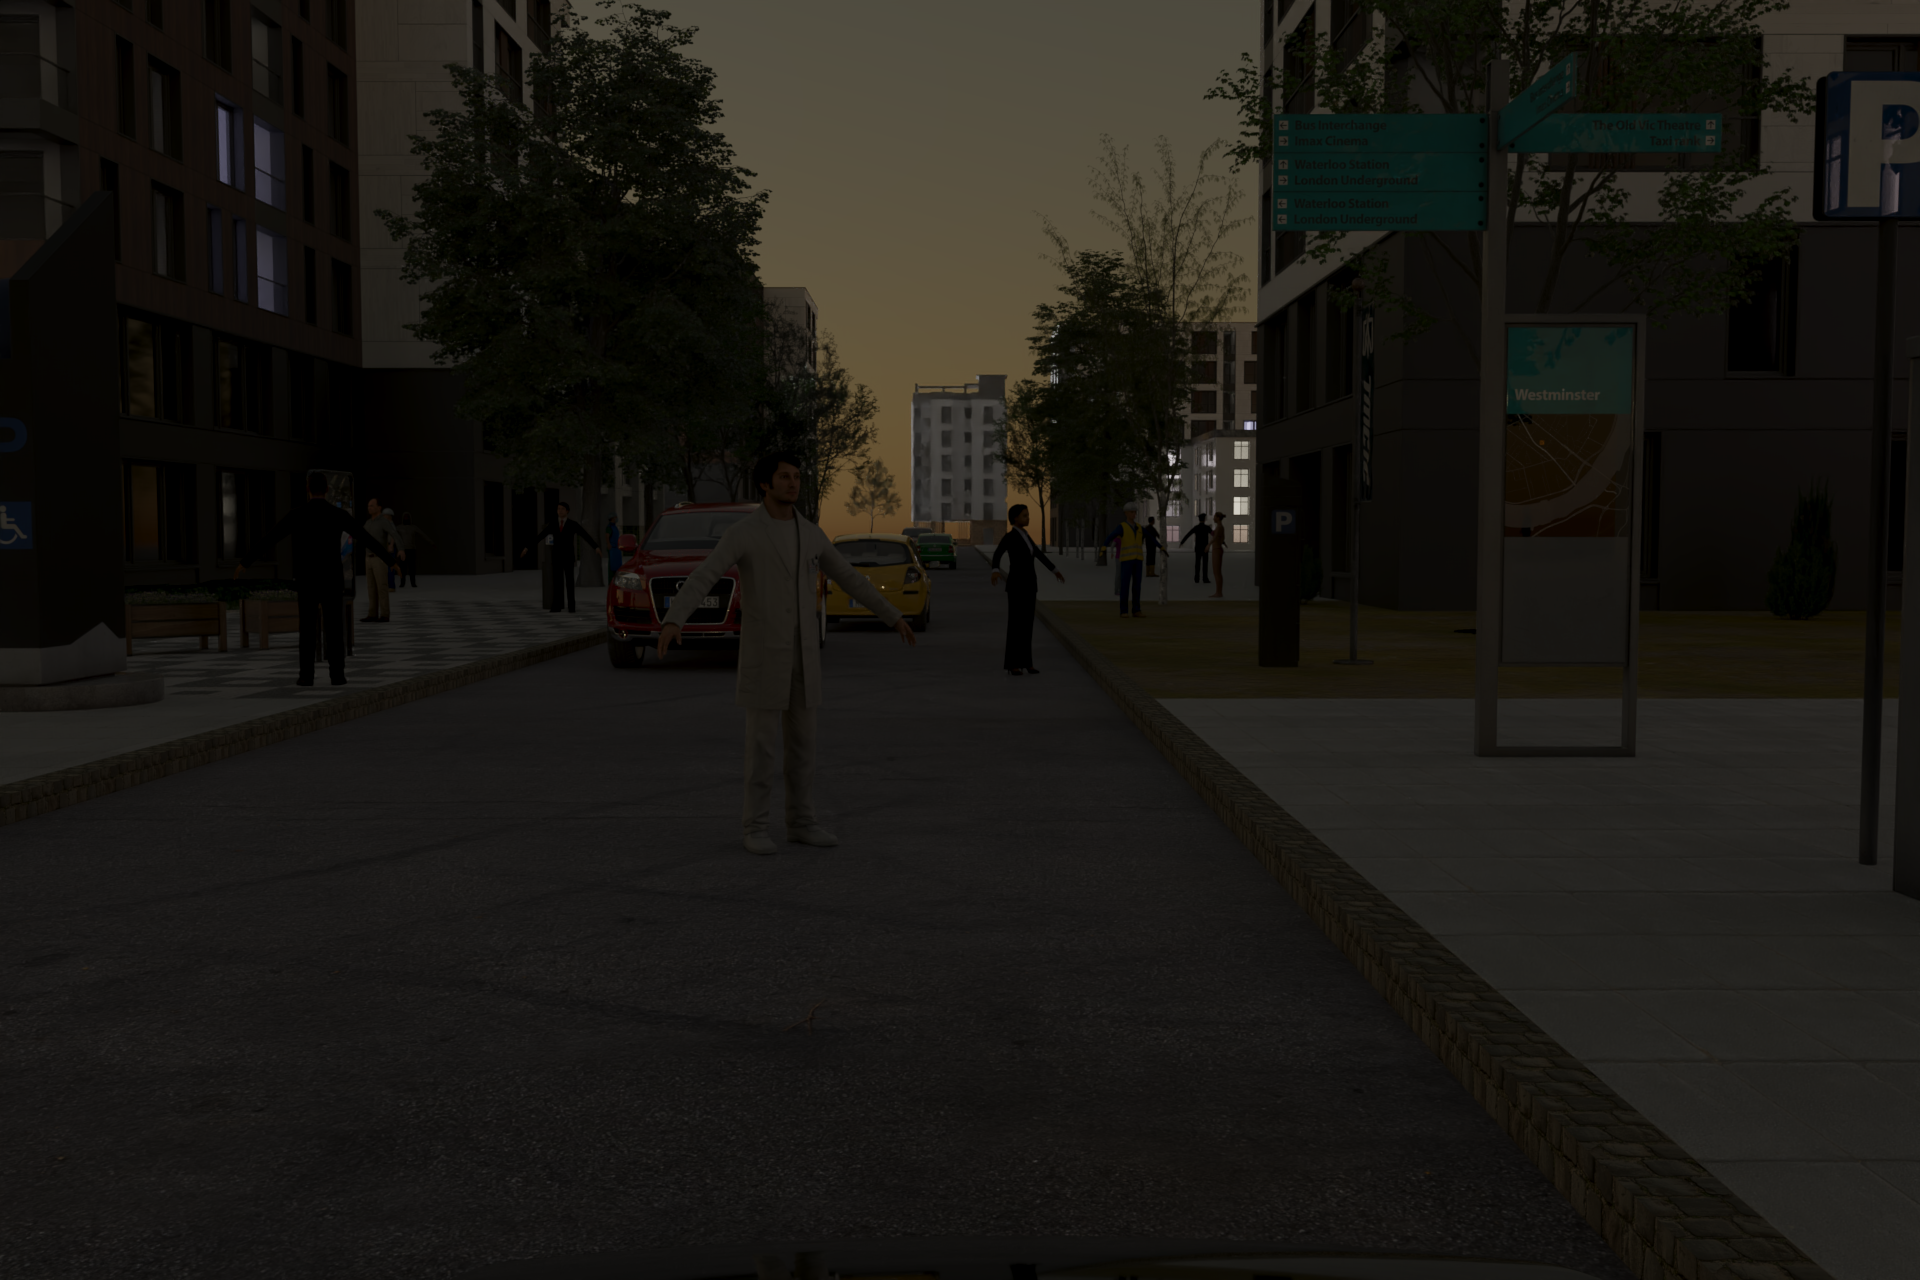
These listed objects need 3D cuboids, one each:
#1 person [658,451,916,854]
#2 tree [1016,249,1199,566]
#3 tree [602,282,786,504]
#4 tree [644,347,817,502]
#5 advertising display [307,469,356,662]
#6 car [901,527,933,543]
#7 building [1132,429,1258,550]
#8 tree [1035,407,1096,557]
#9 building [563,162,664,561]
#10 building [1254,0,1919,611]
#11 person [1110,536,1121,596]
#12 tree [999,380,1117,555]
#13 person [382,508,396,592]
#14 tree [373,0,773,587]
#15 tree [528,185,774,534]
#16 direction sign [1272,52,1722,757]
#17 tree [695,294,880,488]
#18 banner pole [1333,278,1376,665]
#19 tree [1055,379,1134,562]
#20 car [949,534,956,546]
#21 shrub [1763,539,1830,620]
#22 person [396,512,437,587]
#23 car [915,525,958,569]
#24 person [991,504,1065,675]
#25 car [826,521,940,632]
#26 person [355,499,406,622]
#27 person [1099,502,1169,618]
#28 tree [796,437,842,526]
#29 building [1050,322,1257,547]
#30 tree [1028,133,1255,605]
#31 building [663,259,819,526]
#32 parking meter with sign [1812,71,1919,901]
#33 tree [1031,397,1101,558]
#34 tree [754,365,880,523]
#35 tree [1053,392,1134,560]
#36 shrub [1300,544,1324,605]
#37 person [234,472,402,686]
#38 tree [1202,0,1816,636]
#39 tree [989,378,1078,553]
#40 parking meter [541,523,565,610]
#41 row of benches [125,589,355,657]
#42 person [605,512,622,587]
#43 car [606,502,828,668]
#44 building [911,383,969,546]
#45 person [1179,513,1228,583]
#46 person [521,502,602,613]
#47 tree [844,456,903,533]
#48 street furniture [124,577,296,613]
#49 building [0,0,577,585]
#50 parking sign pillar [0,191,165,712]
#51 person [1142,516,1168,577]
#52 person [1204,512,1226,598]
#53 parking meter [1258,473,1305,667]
[{"bbox_3d":[-0.803,0.046,7.892,1.347,1.806,0.705,-3,4,-37],"label":"person"},{"bbox_3d":[5.929,-9.269,69.681,7.486,12.596,7.792,0,3,0],"label":"tree"},{"bbox_3d":[-9.947,-8.420,63.419,9.928,11.665,9.643,0,3,0],"label":"tree"},{"bbox_3d":[-9.890,-8.627,75.472,8.767,10.594,7.601,-3,5,-44],"label":"tree"},{"bbox_3d":[-6.416,-0.765,17.718,0.123,1.923,0.974,0,4,1],"label":"advertising display"},{"bbox_3d":[-2.210,-4.982,90.130,2.281,1.827,5.304,0,4,0],"label":"car"},{"bbox_3d":[21.175,-12.896,152.998,9.099,9.664,28.070,0,3,0],"label":"building"},{"bbox_3d":[6.081,-9.035,98.085,4.360,8.622,3.978,0,3,0],"label":"tree"},{"bbox_3d":[-26.643,-13.774,91.671,16.747,18.905,31.486,0,4,-1],"label":"building"},{"bbox_3d":[21.198,-12.262,44.466,27.936,21.610,32.646,0,3,0],"label":"building"},{"bbox_3d":[3.400,-1.648,36.213,0.599,1.433,0.991,2,4,34],"label":"person"},{"bbox_3d":[5.991,-10.449,105.252,8.767,10.594,7.601,2,4,27],"label":"tree"},{"bbox_3d":[-12.609,-1.975,38.147,0.705,1.847,1.347,-2,4,-30],"label":"person"},{"bbox_3d":[-8.996,-8.264,41.770,9.857,13.997,8.962,0,3,0],"label":"tree"},{"bbox_3d":[-9.169,-7.682,51.359,9.928,11.665,9.643,0,3,0],"label":"tree"},{"bbox_3d":[3.033,-1.259,9.340,2.525,3.948,1.411,0,4,0],"label":"direction sign"},{"bbox_3d":[-9.286,-10.978,89.856,12.009,13.543,11.850,0,3,0],"label":"tree"},{"bbox_3d":[3.901,-1.639,16.812,0.401,3.779,0.863,0,4,-1],"label":"banner pole"},{"bbox_3d":[6.176,-7.839,78.537,4.360,8.622,3.978,0,3,0],"label":"tree"},{"bbox_3d":[-1.239,-6.839,120.617,1.959,1.807,4.718,0,4,0],"label":"car"},{"bbox_3d":[12.502,-0.903,25.873,1.383,1.207,1.383,0,3,0],"label":"shrub"},{"bbox_3d":[-13.292,-2.173,41.657,1.348,1.813,0.705,-1,4,-19],"label":"person"},{"bbox_3d":[-1.059,-3.830,71.417,1.959,1.807,4.718,0,4,-1],"label":"car"},{"bbox_3d":[0.681,-0.517,17.628,0.721,1.740,1.216,3,4,37],"label":"person"},{"bbox_3d":[-1.324,-1.016,26.831,2.015,1.641,3.980,0,4,0],"label":"car"},{"bbox_3d":[-8.506,-1.157,25.196,1.348,1.796,0.705,2,4,30],"label":"person"},{"bbox_3d":[2.662,-1.229,26.550,1.216,1.772,0.721,-2,4,-24],"label":"person"},{"bbox_3d":[-9.565,-10.138,116.123,4.360,8.622,3.978,0,3,0],"label":"tree"},{"bbox_3d":[23.332,-20.754,183.303,27.936,21.610,32.646,0,4,0],"label":"building"},{"bbox_3d":[3.923,-4.954,31.367,4.360,8.622,3.978,0,3,0],"label":"tree"},{"bbox_3d":[-26.699,-18.182,141.253,27.936,21.610,32.646,0,4,0],"label":"building"},{"bbox_3d":[3.533,-0.585,5.818,0.543,3.016,1.738,0,4,0],"label":"parking meter with sign"},{"bbox_3d":[6.413,-8.631,91.473,4.360,8.622,3.978,0,3,0],"label":"tree"},{"bbox_3d":[-8.913,-10.970,105.115,9.928,11.665,9.643,0,3,0],"label":"tree"},{"bbox_3d":[6.172,-8.201,84.450,4.737,8.622,4.395,0,3,0],"label":"tree"},{"bbox_3d":[6.143,-1.251,31.568,1.383,1.207,1.383,0,3,0],"label":"shrub"},{"bbox_3d":[-5.435,-0.518,14.700,1.346,1.802,0.704,-1,4,-22],"label":"person"},{"bbox_3d":[6.949,-5.872,21.771,9.928,11.665,9.643,0,3,0],"label":"tree"},{"bbox_3d":[5.481,-11.636,116.008,9.928,11.665,9.643,0,3,0],"label":"tree"},{"bbox_3d":[-6.930,-1.289,29.490,0.372,1.533,0.369,0,3,0],"label":"parking meter"},{"bbox_3d":[-8.501,-0.200,18.732,4.104,0.672,1.422,-3,5,-43],"label":"row of benches"},{"bbox_3d":[-8.403,-2.202,42.130,0.704,1.817,1.347,0,4,6],"label":"person"},{"bbox_3d":[-2.713,-0.705,20.203,2.281,1.827,5.304,0,4,0],"label":"car"},{"bbox_3d":[-5.578,-21.485,210.162,11.380,20.090,16.016,0,4,5],"label":"building"},{"bbox_3d":[6.355,-2.416,45.431,1.347,1.837,0.705,2,4,28],"label":"person"},{"bbox_3d":[-6.487,-1.352,28.293,1.347,1.806,0.705,0,4,3],"label":"person"},{"bbox_3d":[-10.297,-16.639,206.462,7.601,10.594,8.767,0,4,-6],"label":"tree"},{"bbox_3d":[-15.528,-0.820,29.042,10.072,0.657,5.734,-3,4,-36],"label":"street furniture"},{"bbox_3d":[-28.968,-12.665,51.055,27.936,21.610,32.646,0,4,0],"label":"building"},{"bbox_3d":[-6.851,-1.504,13.068,1.447,3.967,1.447,0,3,0],"label":"parking sign pillar"},{"bbox_3d":[5.738,-2.790,51.760,0.704,1.812,1.346,-2,4,-28],"label":"person"},{"bbox_3d":[5.155,-1.733,35.135,0.721,1.733,1.217,1,4,21],"label":"person"},{"bbox_3d":[3.108,-0.675,16.744,0.399,1.863,0.255,0,4,-2],"label":"parking meter"}]
